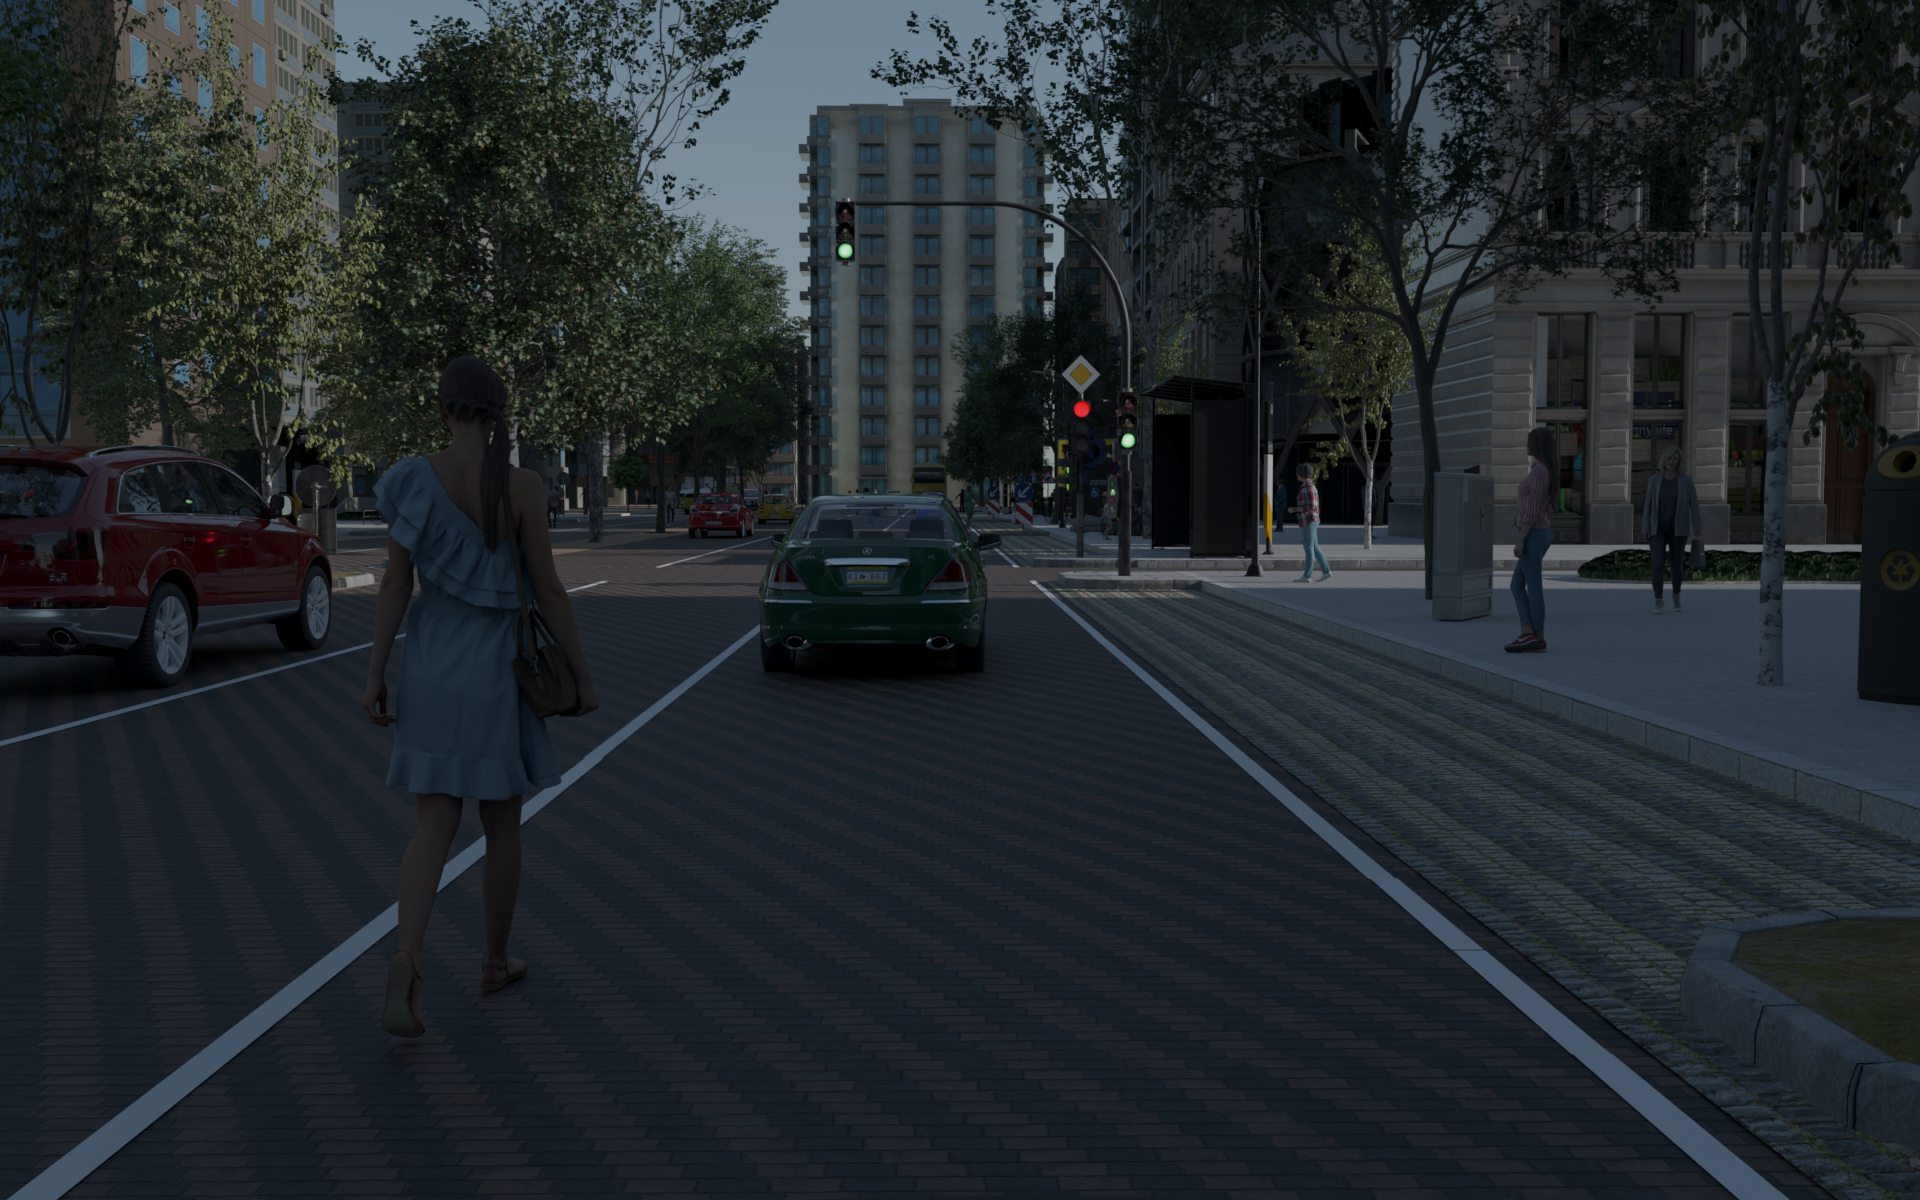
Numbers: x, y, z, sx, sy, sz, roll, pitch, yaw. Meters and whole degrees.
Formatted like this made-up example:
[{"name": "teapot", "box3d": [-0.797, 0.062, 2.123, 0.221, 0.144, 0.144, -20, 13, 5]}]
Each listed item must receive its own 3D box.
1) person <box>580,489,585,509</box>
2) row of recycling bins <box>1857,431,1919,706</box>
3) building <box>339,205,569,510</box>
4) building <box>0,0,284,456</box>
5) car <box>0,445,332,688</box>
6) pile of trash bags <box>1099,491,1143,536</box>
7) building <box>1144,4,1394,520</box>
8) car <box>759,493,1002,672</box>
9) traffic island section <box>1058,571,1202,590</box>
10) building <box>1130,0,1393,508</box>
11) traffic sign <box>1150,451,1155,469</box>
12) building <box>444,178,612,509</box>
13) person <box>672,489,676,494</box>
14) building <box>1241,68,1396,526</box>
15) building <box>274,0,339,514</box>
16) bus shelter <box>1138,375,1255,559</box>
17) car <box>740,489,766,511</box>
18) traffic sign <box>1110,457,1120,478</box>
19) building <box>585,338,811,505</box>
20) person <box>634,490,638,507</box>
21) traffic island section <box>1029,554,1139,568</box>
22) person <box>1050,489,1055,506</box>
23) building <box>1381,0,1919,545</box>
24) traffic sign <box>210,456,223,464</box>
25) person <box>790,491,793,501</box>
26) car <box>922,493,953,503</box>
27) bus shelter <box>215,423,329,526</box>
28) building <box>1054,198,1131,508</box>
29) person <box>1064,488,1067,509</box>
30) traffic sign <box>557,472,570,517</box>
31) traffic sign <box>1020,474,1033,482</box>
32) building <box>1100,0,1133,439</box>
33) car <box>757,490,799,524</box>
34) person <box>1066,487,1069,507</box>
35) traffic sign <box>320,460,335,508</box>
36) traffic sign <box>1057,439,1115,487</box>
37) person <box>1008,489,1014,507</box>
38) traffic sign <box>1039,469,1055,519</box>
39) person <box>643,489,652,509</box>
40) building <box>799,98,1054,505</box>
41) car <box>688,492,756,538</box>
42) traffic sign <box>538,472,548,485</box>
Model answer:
[{"name": "person", "box3d": [-31.295, -8.437, 144.698, 1.217, 1.735, 0.721, 2, 4, 26]}, {"name": "row of recycling bins", "box3d": [6.122, -0.141, 9.413, 1.069, 1.692, 3.534, 0, 4, 0]}, {"name": "building", "box3d": [-45.056, -17.064, 124.028, 27.650, 21.520, 28.899, 0, 4, -1]}, {"name": "building", "box3d": [-34.951, -25.305, 63.845, 14.600, 45.320, 14.200, 0, 4, -1]}, {"name": "car", "box3d": [-6.883, -0.345, 14.312, 2.281, 1.827, 5.304, 0, 4, -1]}, {"name": "pile of trash bags", "box3d": [5.228, -2.725, 54.309, 1.912, 1.369, 3.447, -1, 4, -19]}, {"name": "building", "box3d": [17.952, -18.362, 97.476, 12.463, 27.353, 25.104, 0, 4, -1]}, {"name": "car", "box3d": [-0.682, -0.220, 15.392, 2.131, 1.459, 4.920, 0, 4, 0]}, {"name": "traffic island section", "box3d": [2.593, -0.301, 27.203, 2.009, 0.180, 2.903, 0, 4, -1]}, {"name": "building", "box3d": [21.309, -41.805, 121.764, 20.563, 71.187, 20.611, 0, 4, -1]}, {"name": "traffic sign", "box3d": [5.029, -2.591, 42.471, 0.768, 2.556, 0.104, 0, 4, 2]}, {"name": "building", "box3d": [-45.359, -28.720, 161.450, 23.993, 40.220, 32.217, 0, 4, -1]}, {"name": "person", "box3d": [-29.777, -10.590, 179.326, 0.705, 1.807, 1.348, 3, 5, 43]}, {"name": "building", "box3d": [20.811, -12.808, 76.863, 16.820, 18.784, 16.811, 0, 4, -1]}, {"name": "building", "box3d": [-46.932, -24.402, 90.850, 32.217, 40.220, 23.993, 0, 4, -1]}, {"name": "bus shelter", "box3d": [5.029, -2.821, 37.405, 1.731, 3.624, 6.357, 0, 4, -1]}, {"name": "car", "box3d": [-14.957, -7.079, 124.406, 2.281, 1.827, 5.304, 0, 4, -2]}, {"name": "traffic sign", "box3d": [5.271, -3.685, 60.351, 0.768, 2.556, 0.104, 0, 4, 0]}, {"name": "building", "box3d": [-33.790, -22.607, 214.671, 28.899, 21.520, 27.650, 0, 4, -1]}, {"name": "person", "box3d": [-31.028, -9.706, 166.213, 0.593, 1.643, 0.415, 2, 4, 29]}, {"name": "traffic island section", "box3d": [2.459, -0.789, 35.187, 2.009, 0.180, 2.903, 0, 4, -1]}, {"name": "person", "box3d": [8.568, -9.271, 158.180, 0.990, 1.755, 0.434, 2, 4, 32]}, {"name": "building", "box3d": [22.428, -13.386, 47.748, 19.941, 23.489, 11.050, 0, 4, -1]}, {"name": "traffic sign", "box3d": [-23.762, -3.359, 55.031, 0.768, 2.556, 0.104, 1, 4, 8]}, {"name": "person", "box3d": [-16.486, -9.862, 170.539, 0.721, 1.735, 1.217, 0, 4, -4]}, {"name": "car", "box3d": [-1.312, -4.560, 84.146, 1.945, 1.707, 3.694, 0, 4, -2]}, {"name": "bus shelter", "box3d": [-23.860, -4.223, 60.324, 1.731, 3.624, 6.357, 0, 4, -1]}, {"name": "building", "box3d": [17.094, -24.435, 171.212, 14.160, 30.474, 14.107, 0, 4, -1]}, {"name": "person", "box3d": [7.515, -7.069, 122.335, 0.721, 1.735, 1.217, 0, 4, 8]}, {"name": "traffic sign", "box3d": [-22.645, -6.042, 98.894, 0.768, 2.556, 0.104, 0, 4, -1]}, {"name": "traffic sign", "box3d": [3.978, -6.345, 103.854, 0.768, 2.556, 0.104, 0, 4, 4]}, {"name": "building", "box3d": [22.104, -51.034, 147.070, 22.319, 86.520, 31.000, 0, 4, -1]}, {"name": "car", "box3d": [-8.821, -4.490, 83.639, 2.015, 1.641, 3.980, 0, 4, -3]}, {"name": "person", "box3d": [7.728, -7.417, 127.760, 0.683, 1.767, 0.568, 1, 4, 11]}, {"name": "traffic sign", "box3d": [-23.376, -3.910, 64.039, 0.768, 2.556, 0.104, 1, 4, 9]}, {"name": "traffic sign", "box3d": [4.720, -4.282, 63.886, 2.265, 3.308, 0.079, 0, 4, 3]}, {"name": "person", "box3d": [5.027, -9.734, 165.980, 1.217, 1.735, 0.721, 0, 4, 4]}, {"name": "traffic sign", "box3d": [4.496, -5.416, 88.549, 0.884, 2.594, 0.081, 0, 4, 1]}, {"name": "person", "box3d": [-26.707, -8.649, 148.242, 0.721, 1.735, 1.217, 2, 4, 26]}, {"name": "building", "box3d": [-4.087, -36.266, 212.549, 30.456, 49.044, 23.786, 0, 4, -1]}, {"name": "car", "box3d": [-7.924, -2.974, 57.670, 2.155, 1.783, 4.494, 0, 4, -1]}, {"name": "traffic sign", "box3d": [-24.546, -6.212, 101.674, 0.768, 2.556, 0.104, 0, 4, 8]}]
